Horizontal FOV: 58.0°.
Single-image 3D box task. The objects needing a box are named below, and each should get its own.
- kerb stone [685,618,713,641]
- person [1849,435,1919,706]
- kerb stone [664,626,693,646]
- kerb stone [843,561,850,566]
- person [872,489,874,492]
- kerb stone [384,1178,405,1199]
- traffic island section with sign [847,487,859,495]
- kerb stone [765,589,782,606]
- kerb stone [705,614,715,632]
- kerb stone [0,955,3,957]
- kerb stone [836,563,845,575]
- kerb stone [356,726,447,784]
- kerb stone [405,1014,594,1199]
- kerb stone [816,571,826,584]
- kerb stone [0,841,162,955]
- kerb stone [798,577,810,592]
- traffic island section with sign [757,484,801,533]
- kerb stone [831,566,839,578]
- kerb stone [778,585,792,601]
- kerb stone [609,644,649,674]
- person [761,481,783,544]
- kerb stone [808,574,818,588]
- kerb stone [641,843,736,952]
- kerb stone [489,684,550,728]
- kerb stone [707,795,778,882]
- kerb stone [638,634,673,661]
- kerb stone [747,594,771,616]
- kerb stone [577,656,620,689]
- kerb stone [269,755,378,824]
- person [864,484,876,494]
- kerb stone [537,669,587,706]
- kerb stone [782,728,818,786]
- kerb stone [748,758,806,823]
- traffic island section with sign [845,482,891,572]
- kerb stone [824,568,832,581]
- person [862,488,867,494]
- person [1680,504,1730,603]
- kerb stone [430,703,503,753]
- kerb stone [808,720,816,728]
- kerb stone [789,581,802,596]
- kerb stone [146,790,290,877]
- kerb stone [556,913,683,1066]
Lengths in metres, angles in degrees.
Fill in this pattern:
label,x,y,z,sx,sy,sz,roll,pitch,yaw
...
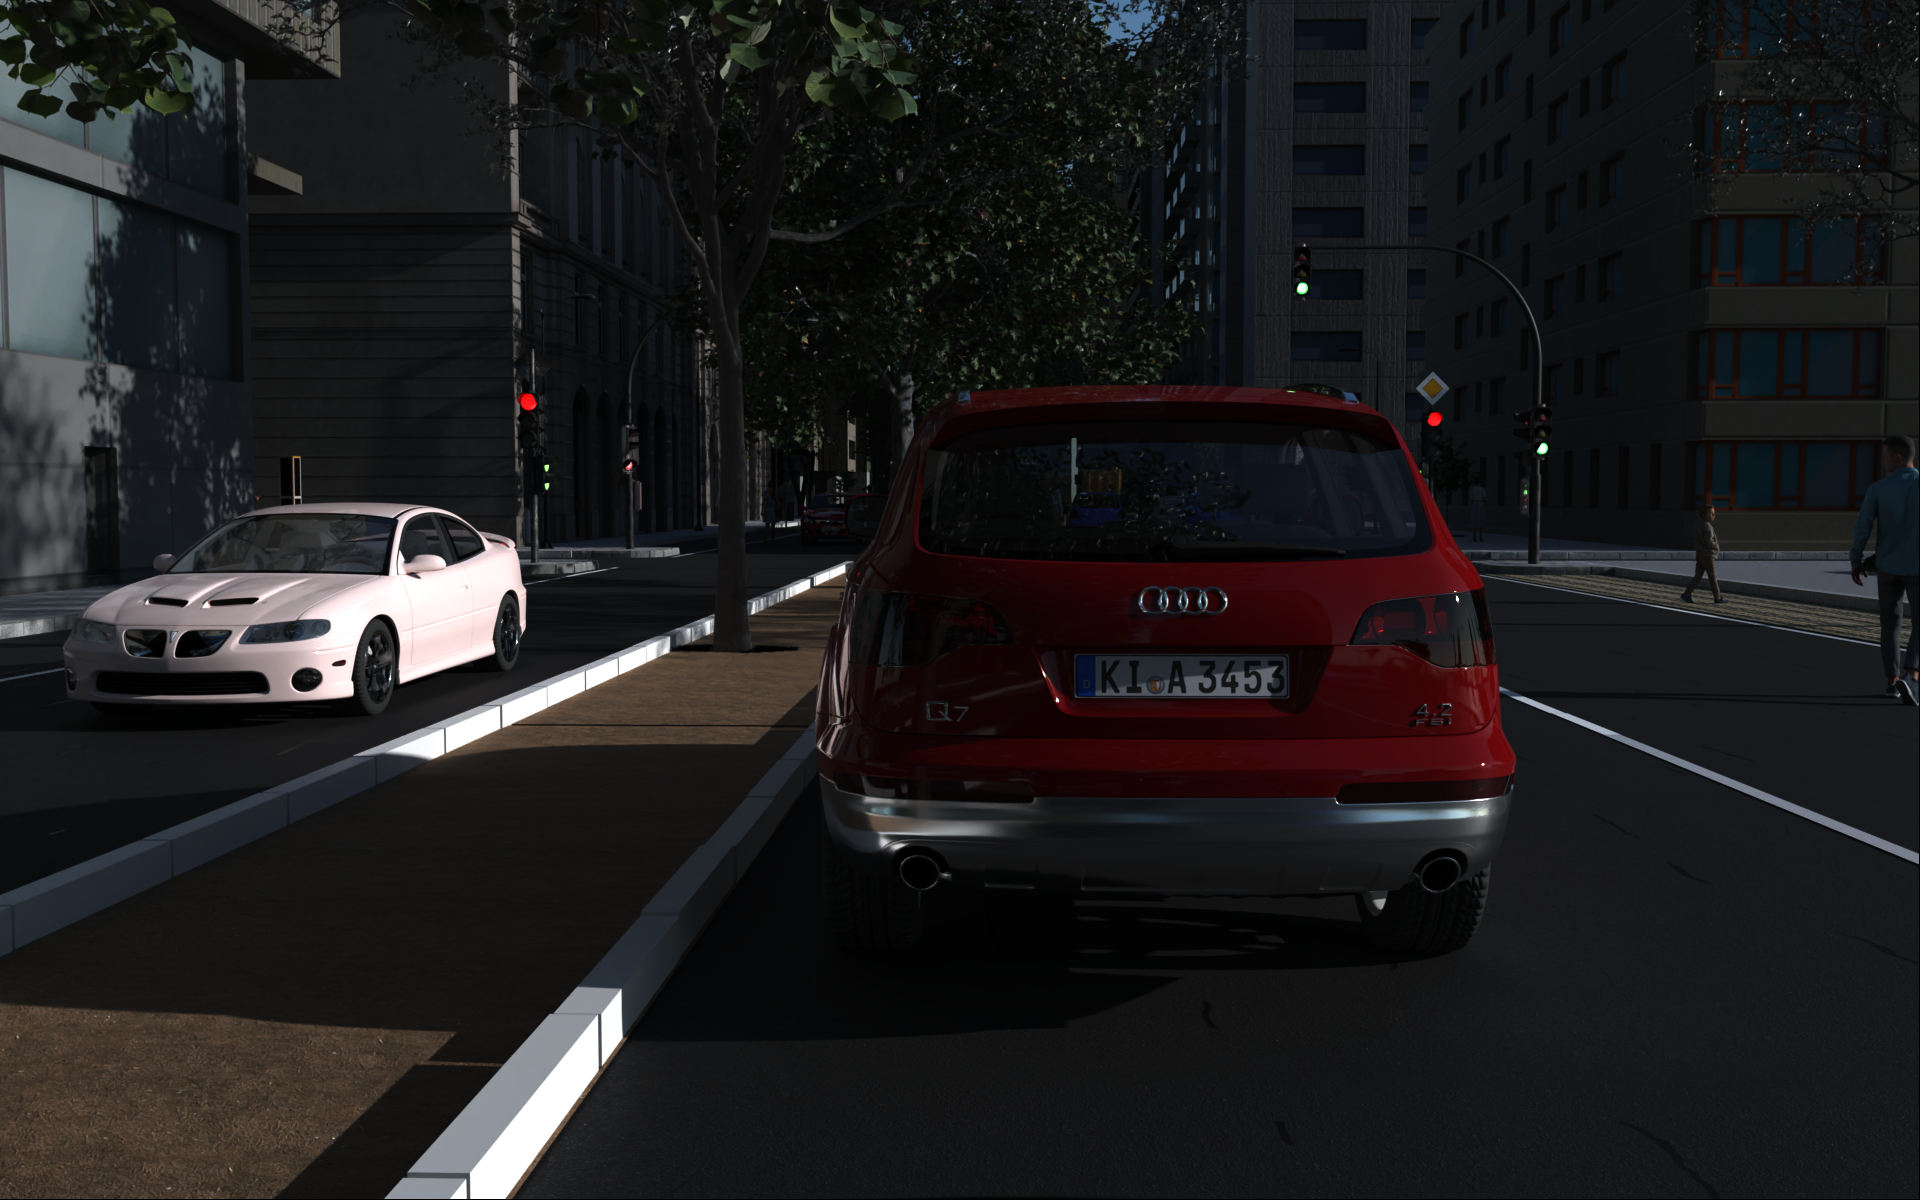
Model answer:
label,x,y,z,sx,sy,sz,roll,pitch,yaw
kerb stone,-2.625,0.311,17.173,0.120,0.150,1.000,0,4,2
person,6.503,-0.223,12.004,0.638,1.841,0.748,3,5,40
kerb stone,-2.666,0.375,16.152,0.120,0.150,1.000,0,4,2
kerb stone,-2.151,-0.570,31.507,0.120,0.150,1.000,0,4,2
person,-5.389,-6.048,107.732,0.601,1.785,0.444,-2,4,-32
kerb stone,-1.001,1.189,2.752,0.120,0.150,1.000,0,4,2
traffic island section with sign,-5.674,-5.118,92.308,1.989,1.847,2.006,0,4,2
kerb stone,-2.459,-0.005,22.294,0.120,0.150,1.000,0,4,2
kerb stone,-2.590,0.247,18.194,0.120,0.150,1.000,0,4,2
kerb stone,-3.026,1.058,4.890,0.120,0.150,1.000,0,4,2
kerb stone,-2.181,-0.506,30.472,0.120,0.150,1.000,0,4,2
kerb stone,-2.900,0.808,8.986,0.120,0.150,1.000,0,4,2
kerb stone,-0.969,1.127,3.776,0.120,0.150,1.000,0,4,2
kerb stone,-2.284,-0.319,27.404,0.120,0.150,1.000,0,4,2
kerb stone,-2.997,0.996,5.912,0.120,0.150,1.000,0,4,2
kerb stone,-2.351,-0.194,25.362,0.120,0.150,1.000,0,4,2
traffic island section with sign,-6.561,-3.470,65.365,1.989,1.847,2.006,0,4,2
kerb stone,-2.216,-0.444,29.451,0.120,0.150,1.000,0,4,2
kerb stone,-2.416,-0.068,23.316,0.120,0.150,1.000,0,4,2
kerb stone,-2.723,0.498,14.102,0.120,0.150,1.000,0,4,2
person,-5.391,-2.505,49.546,0.616,1.811,0.778,1,4,10
kerb stone,-2.324,-0.254,26.383,0.120,0.150,1.000,0,4,2
kerb stone,-0.904,1.001,5.825,0.120,0.150,1.000,0,4,2
kerb stone,-2.825,0.683,11.029,0.120,0.150,1.000,0,4,2
kerb stone,-0.861,0.943,6.847,0.120,0.150,1.000,0,4,2
kerb stone,-2.692,0.432,15.130,0.120,0.150,1.000,0,4,2
kerb stone,-2.483,0.057,21.268,0.120,0.150,1.000,0,4,2
kerb stone,-2.759,0.563,13.081,0.120,0.150,1.000,0,4,2
kerb stone,-2.931,0.873,7.959,0.120,0.150,1.000,0,4,2
person,-3.181,-3.263,62.200,0.716,1.782,0.532,-3,4,-36
kerb stone,-2.795,0.621,12.050,0.120,0.150,1.000,0,4,2
kerb stone,-0.792,0.816,8.907,0.120,0.150,1.000,0,4,2
kerb stone,-0.833,0.879,7.876,0.120,0.150,1.000,0,4,2
traffic island section with sign,-1.061,-1.487,32.449,2.006,1.907,1.989,0,4,2
kerb stone,-2.255,-0.381,28.430,0.120,0.150,1.000,0,4,2
person,-5.830,-5.896,105.026,0.853,1.813,0.709,1,4,8
person,9.702,-0.599,22.571,0.640,1.303,0.475,-1,4,-11
kerb stone,-2.866,0.747,10.008,0.120,0.150,1.000,0,4,2
kerb stone,-0.759,0.750,9.929,0.120,0.150,1.000,0,4,2
kerb stone,-2.384,-0.127,24.339,0.120,0.150,1.000,0,4,2
kerb stone,-2.965,0.933,6.935,0.120,0.150,1.000,0,4,2
kerb stone,-0.934,1.072,4.804,0.120,0.150,1.000,0,4,2
